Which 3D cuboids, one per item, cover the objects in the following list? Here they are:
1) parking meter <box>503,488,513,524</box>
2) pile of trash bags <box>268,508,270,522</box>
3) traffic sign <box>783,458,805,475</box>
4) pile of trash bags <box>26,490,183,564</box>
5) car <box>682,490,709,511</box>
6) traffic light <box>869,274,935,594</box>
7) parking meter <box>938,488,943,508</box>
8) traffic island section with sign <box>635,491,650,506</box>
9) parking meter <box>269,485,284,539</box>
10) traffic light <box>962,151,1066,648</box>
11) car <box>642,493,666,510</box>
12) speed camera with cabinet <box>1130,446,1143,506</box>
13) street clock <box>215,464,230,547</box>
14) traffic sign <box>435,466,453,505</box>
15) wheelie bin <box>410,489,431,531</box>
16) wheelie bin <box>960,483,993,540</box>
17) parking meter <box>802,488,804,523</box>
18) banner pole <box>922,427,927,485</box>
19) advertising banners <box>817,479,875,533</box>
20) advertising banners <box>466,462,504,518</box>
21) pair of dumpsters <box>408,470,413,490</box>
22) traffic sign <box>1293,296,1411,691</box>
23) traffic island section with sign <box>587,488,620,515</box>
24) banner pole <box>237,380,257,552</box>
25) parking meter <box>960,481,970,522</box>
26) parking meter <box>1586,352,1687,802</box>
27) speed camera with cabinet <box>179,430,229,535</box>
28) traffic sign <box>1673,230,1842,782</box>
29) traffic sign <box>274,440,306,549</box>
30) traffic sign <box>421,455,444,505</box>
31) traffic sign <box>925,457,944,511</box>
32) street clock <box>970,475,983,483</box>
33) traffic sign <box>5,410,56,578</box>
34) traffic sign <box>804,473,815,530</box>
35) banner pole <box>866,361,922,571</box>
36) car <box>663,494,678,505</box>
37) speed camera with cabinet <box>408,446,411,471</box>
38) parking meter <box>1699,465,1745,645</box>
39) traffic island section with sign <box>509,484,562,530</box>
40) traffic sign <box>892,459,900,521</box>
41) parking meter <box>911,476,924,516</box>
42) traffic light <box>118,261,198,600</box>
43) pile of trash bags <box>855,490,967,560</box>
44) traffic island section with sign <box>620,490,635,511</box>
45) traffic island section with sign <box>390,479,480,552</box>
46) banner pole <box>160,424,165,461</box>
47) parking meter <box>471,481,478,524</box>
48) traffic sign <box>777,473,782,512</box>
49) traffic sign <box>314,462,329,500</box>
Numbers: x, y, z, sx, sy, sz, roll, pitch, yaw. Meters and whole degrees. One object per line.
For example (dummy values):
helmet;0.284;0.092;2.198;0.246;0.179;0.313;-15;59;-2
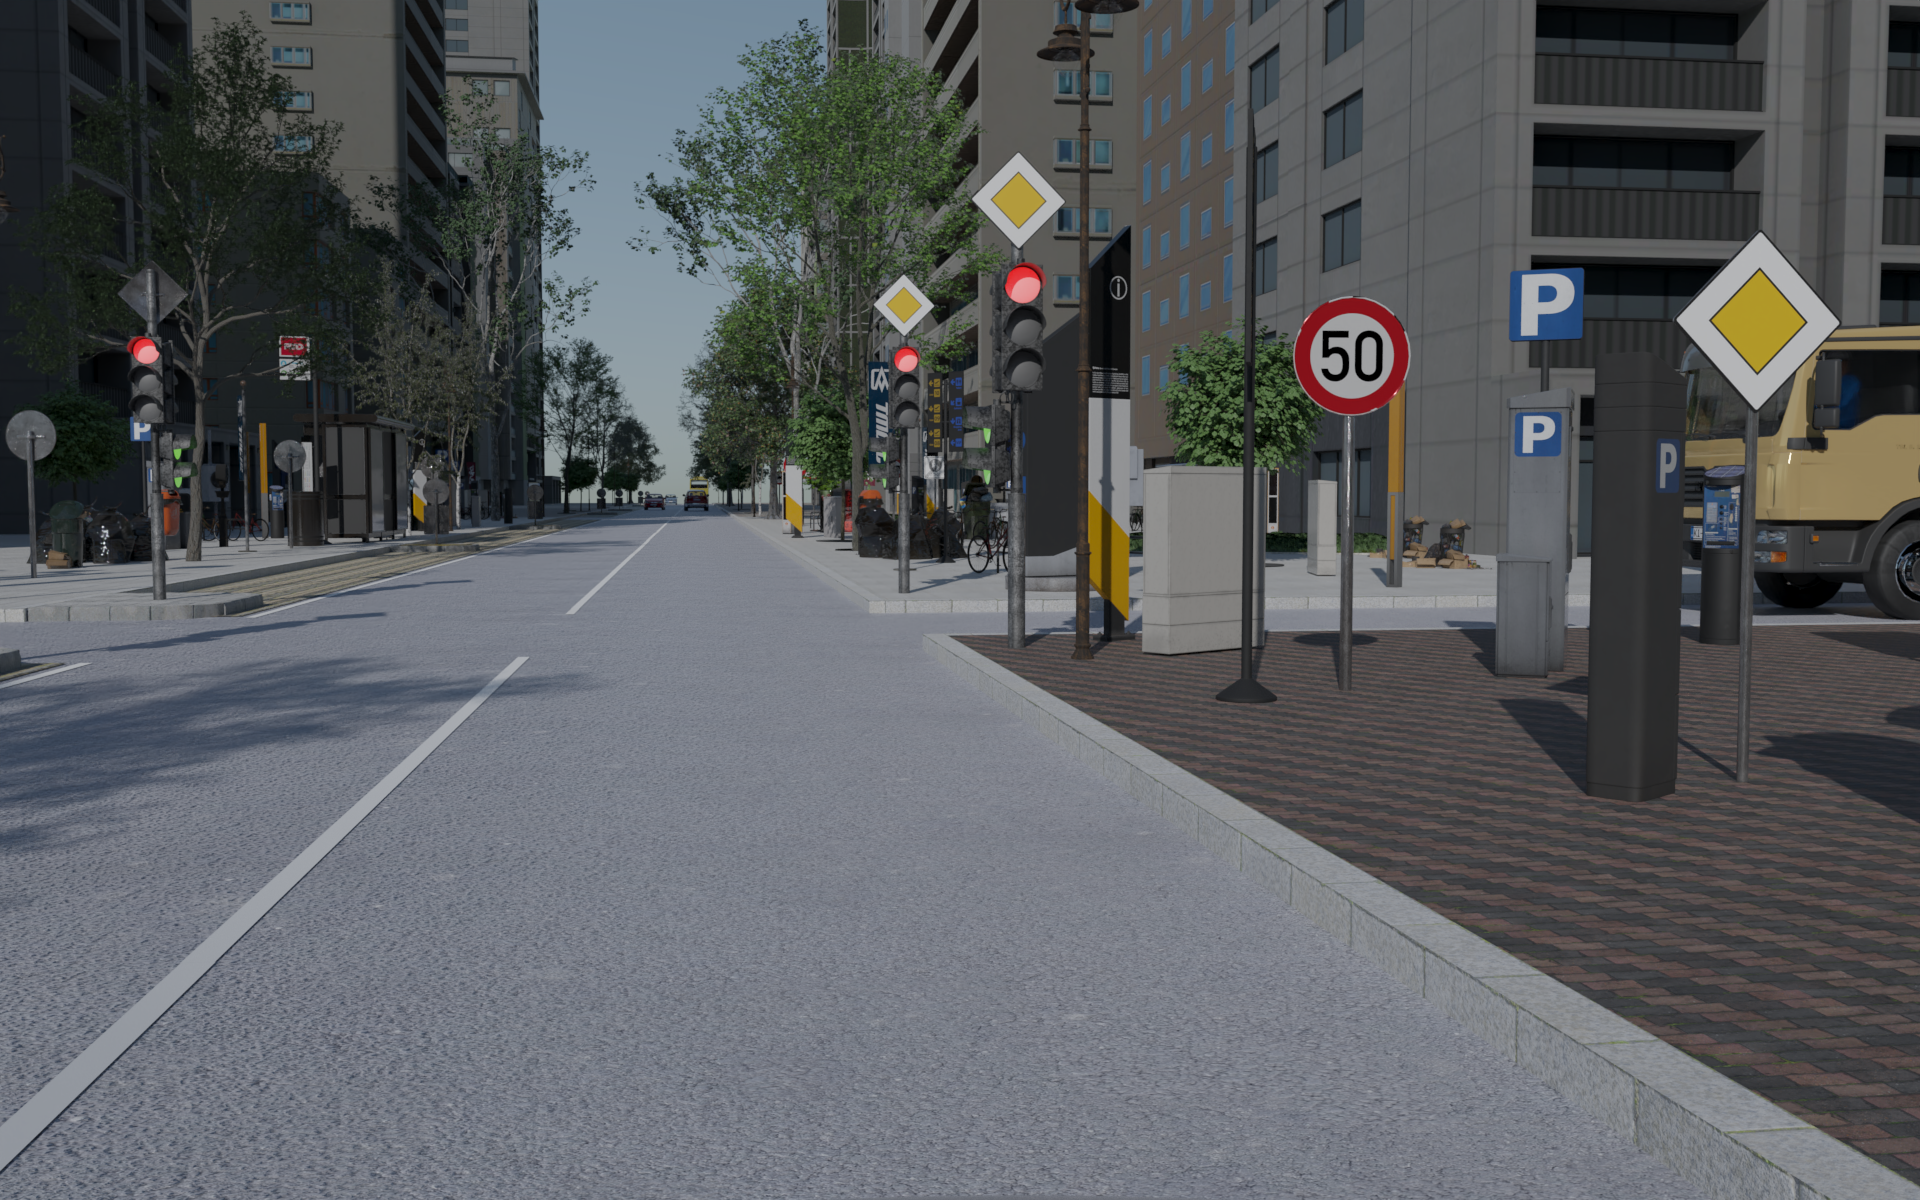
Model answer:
parking meter;-19.550;-4.068;74.921;0.372;1.533;0.369;0;3;0
pile of trash bags;-31.850;-4.248;79.204;3.447;1.369;1.912;-2;4;-24
traffic sign;-5.120;-3.297;54.005;0.768;2.556;0.104;0;4;-1
pile of trash bags;-16.124;-1.441;33.308;1.912;1.369;3.447;1;4;8
car;-22.578;-8.533;148.180;2.281;1.827;5.304;-1;4;-10
traffic light;-0.741;-2.040;22.278;0.839;4.253;0.868;-1;4;-9
parking meter;-0.890;-3.977;73.443;0.372;1.533;0.369;0;3;0
traffic island section with sign;-37.009;-11.774;201.136;1.989;1.847;2.006;-1;4;-9
parking meter;-19.721;-2.544;50.005;0.372;1.533;0.369;0;3;0
traffic light;0.454;-1.557;14.382;0.839;4.253;0.868;-1;4;-9
car;-27.651;-9.040;156.846;2.155;1.783;4.494;0;4;-7
speed camera with cabinet;3.774;-2.411;33.753;2.038;3.252;0.660;-1;4;-20
street clock;-17.843;-2.284;41.916;0.358;2.002;0.471;-1;4;-15
traffic sign;-20.202;-4.129;67.515;0.884;2.594;0.081;0;4;-6
wheelie bin;-18.944;-3.227;60.666;0.980;1.594;0.693;3;5;42
wheelie bin;0.497;-2.493;48.675;0.980;1.594;0.693;-2;4;-29
parking meter;-6.780;-3.962;73.192;0.372;1.533;0.369;0;3;0
banner pole;-1.184;-4.104;57.110;0.863;3.779;0.401;3;5;41
advertising banners;-3.724;-3.762;57.696;2.074;3.025;0.090;0;4;4
advertising banners;-25.799;-5.988;94.084;2.074;3.025;0.090;0;4;8
pair of dumpsters;-21.879;-3.938;66.880;1.574;2.255;4.437;-1;4;-8
traffic sign;2.520;-0.681;11.247;0.768;2.556;0.104;0;4;-3
traffic island section with sign;-24.613;-6.763;119.208;1.989;1.847;2.006;-1;4;-9
banner pole;-15.921;-2.963;38.462;0.401;3.779;0.863;-2;4;-35
parking meter;0.232;-4.238;75.008;0.399;1.863;0.255;1;4;10
parking meter;2.875;-0.101;7.357;0.399;1.863;0.255;-3;5;-44
speed camera with cabinet;-23.305;-3.564;52.612;0.660;3.252;2.038;3;4;36
traffic sign;3.494;-0.397;7.670;0.795;2.450;0.064;0;4;-8
traffic sign;-15.748;-2.484;40.715;0.768;2.556;0.104;0;4;0
traffic sign;-17.346;-3.476;56.936;0.768;2.556;0.104;0;4;1
traffic sign;-0.672;-2.747;47.040;0.606;2.300;0.079;0;4;-6
street clock;0.629;-3.739;65.703;0.471;2.002;0.358;0;4;-7
traffic sign;-14.113;-1.603;26.317;0.768;2.556;0.104;0;4;0
traffic sign;-5.135;-3.714;60.728;0.884;2.594;0.081;0;4;1
banner pole;-1.145;-2.378;28.902;0.863;3.779;0.401;-1;4;-18
car;-38.626;-13.407;231.199;2.014;1.417;4.499;-1;4;-9
speed camera with cabinet;-23.032;-4.780;72.492;0.660;3.252;2.038;0;4;-4
parking meter;6.561;-0.394;14.850;0.372;1.533;0.369;0;3;0
traffic island section with sign;-17.214;-3.774;70.339;1.989;1.847;2.006;-1;4;-9
traffic sign;-2.294;-3.656;59.889;0.768;2.556;0.104;0;4;-1
parking meter;-1.327;-2.986;54.526;0.255;1.863;0.399;-2;4;-35
traffic light;-9.698;-1.957;20.911;0.839;4.253;0.868;-1;4;-9
pile of trash bags;-1.283;-1.574;35.485;1.912;1.369;3.447;-2;4;-27
traffic island section with sign;-28.724;-8.425;146.380;1.989;1.847;2.006;-1;4;-9
traffic island section with sign;-13.151;-2.132;43.478;1.989;1.847;2.006;-1;4;-9
banner pole;-24.901;-3.914;54.008;0.863;3.779;0.401;3;4;38
parking meter;-20.829;-4.198;74.346;0.255;1.863;0.399;0;4;-3
traffic sign;-9.941;-5.826;95.358;0.768;2.556;0.104;0;4;-8
traffic sign;-19.696;-3.308;54.084;0.884;2.594;0.081;0;4;-8
